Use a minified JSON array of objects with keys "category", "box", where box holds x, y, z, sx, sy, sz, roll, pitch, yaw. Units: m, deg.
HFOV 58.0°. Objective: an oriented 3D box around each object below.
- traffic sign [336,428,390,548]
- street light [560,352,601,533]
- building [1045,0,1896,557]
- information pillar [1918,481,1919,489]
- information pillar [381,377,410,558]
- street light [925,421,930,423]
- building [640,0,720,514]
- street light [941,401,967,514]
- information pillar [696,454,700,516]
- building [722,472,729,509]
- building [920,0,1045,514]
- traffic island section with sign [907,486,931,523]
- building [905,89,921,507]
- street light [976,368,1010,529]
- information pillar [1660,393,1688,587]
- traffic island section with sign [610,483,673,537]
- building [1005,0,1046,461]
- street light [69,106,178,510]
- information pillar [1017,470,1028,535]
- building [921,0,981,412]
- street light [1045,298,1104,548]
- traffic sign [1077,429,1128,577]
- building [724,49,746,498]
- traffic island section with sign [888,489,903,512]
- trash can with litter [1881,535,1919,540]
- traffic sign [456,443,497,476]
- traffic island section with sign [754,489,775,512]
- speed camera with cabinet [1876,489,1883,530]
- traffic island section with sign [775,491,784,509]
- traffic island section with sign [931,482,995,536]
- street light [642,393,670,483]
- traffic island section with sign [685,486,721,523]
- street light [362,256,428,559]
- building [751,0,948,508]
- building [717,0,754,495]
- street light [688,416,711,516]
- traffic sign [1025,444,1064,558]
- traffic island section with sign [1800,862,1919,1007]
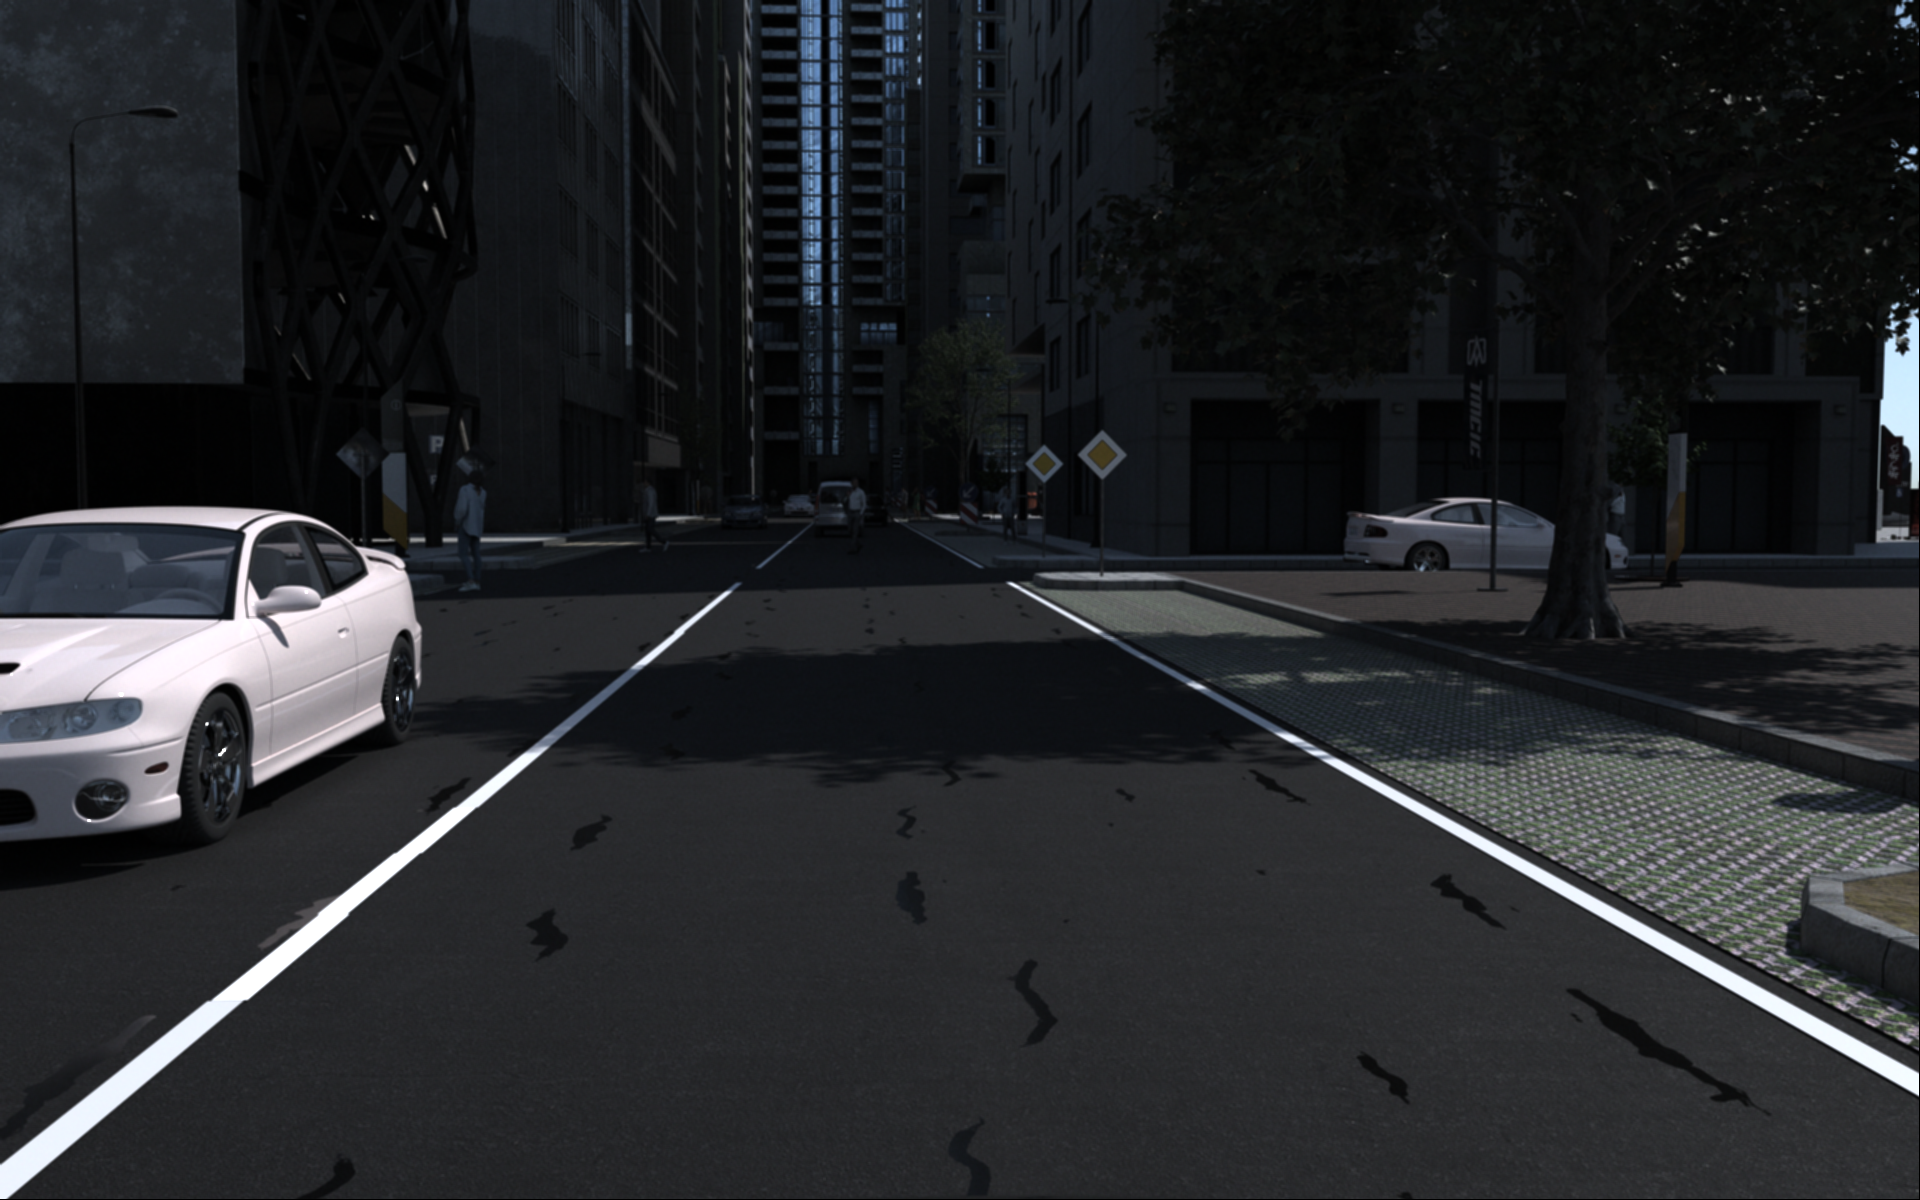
[{"category":"traffic sign","box":[-9.021,-1.379,26.192,0.795,2.450,0.064,0,4,-4]},{"category":"street light","box":[-12.424,-5.149,56.724,1.470,5.913,1.316,0,4,-4]},{"category":"building","box":[13.507,-37.042,43.882,20.611,71.187,20.563,0,4,-4]},{"category":"information pillar","box":[55.753,-5.868,100.441,0.304,2.012,0.304,2,4,24]},{"category":"information pillar","box":[-11.360,-2.658,34.807,0.504,3.616,0.183,0,4,6]},{"category":"street light","box":[-1.532,-8.402,109.918,1.470,5.913,1.316,0,4,-4]},{"category":"building","box":[-23.500,-26.393,115.121,14.154,41.232,14.086,0,4,-4]},{"category":"street light","box":[-0.222,-6.996,86.919,1.470,5.913,1.316,0,4,-4]},{"category":"information pillar","box":[-15.320,-6.725,101.301,0.183,3.616,0.504,0,4,-4]},{"category":"building","box":[-34.549,-27.032,133.857,32.217,40.220,23.993,0,4,-4]},{"category":"building","box":[8.602,-49.783,126.625,22.319,86.520,31.000,0,4,-4]},{"category":"traffic island section with sign","box":[-1.595,-4.756,86.386,1.989,1.847,2.006,0,4,-4]},{"category":"building","box":[1.344,-30.296,178.940,14.154,41.232,14.086,0,4,-4]},{"category":"street light","box":[1.277,-5.599,64.084,1.470,5.913,1.316,0,4,-4]},{"category":"information pillar","box":[9.858,-1.985,23.816,0.183,3.616,0.504,0,4,3]},{"category":"traffic island section with sign","box":[-10.823,-3.083,59.030,1.989,1.847,2.006,0,4,-4]},{"category":"building","box":[16.625,-30.000,79.733,28.713,52.752,27.495,0,4,-4]},{"category":"street light","box":[-10.071,-2.956,20.878,1.470,5.913,1.316,0,4,-4]},{"category":"information pillar","box":[1.932,-3.023,53.916,0.304,2.012,0.304,0,4,-6]},{"category":"building","box":[6.931,-37.648,157.545,21.231,58.520,28.212,0,4,-4]},{"category":"street light","box":[2.723,-4.202,41.246,1.470,5.913,1.316,0,4,-4]},{"category":"traffic sign","box":[2.202,-1.422,26.891,0.795,2.450,0.064,0,4,-4]},{"category":"building","box":[-26.728,-28.793,154.356,14.154,41.232,14.086,0,4,-4]},{"category":"traffic island section with sign","box":[-4.848,-7.848,136.946,1.989,1.847,2.006,0,4,-4]},{"category":"trash can with litter","box":[26.878,-2.306,48.754,2.233,1.210,1.678,0,4,-4]},{"category":"traffic sign","box":[-9.533,-1.867,34.161,0.795,2.450,0.064,0,4,-4]},{"category":"traffic island section with sign","box":[-15.807,-7.824,136.544,1.989,1.847,2.006,0,4,-4]},{"category":"speed camera with cabinet","box":[31.741,-4.076,60.973,2.038,3.252,0.660,-3,4,-36]},{"category":"traffic island section with sign","box":[-17.571,-9.496,163.884,1.989,1.847,2.006,0,4,-4]},{"category":"traffic island section with sign","box":[0.134,-3.111,59.487,1.989,1.847,2.006,0,4,-4]},{"category":"street light","box":[-14.040,-6.553,79.686,1.470,5.913,1.316,0,4,-4]},{"category":"traffic island section with sign","box":[-12.551,-4.728,85.930,1.989,1.847,2.006,0,4,-4]},{"category":"street light","box":[-11.065,-3.752,33.880,1.470,5.913,1.316,0,4,-4]},{"category":"building","box":[-17.770,-54.430,202.601,31.000,86.520,22.319,0,4,-4]},{"category":"building","box":[-35.031,-38.562,172.495,28.212,58.520,21.231,0,4,-4]},{"category":"street light","box":[-15.397,-7.950,102.530,1.470,5.913,1.316,0,4,-4]},{"category":"traffic sign","box":[1.689,-1.909,34.859,0.795,2.450,0.064,0,4,-4]},{"category":"traffic island section with sign","box":[3.643,0.222,4.998,1.989,1.847,2.006,0,4,-4]}]
